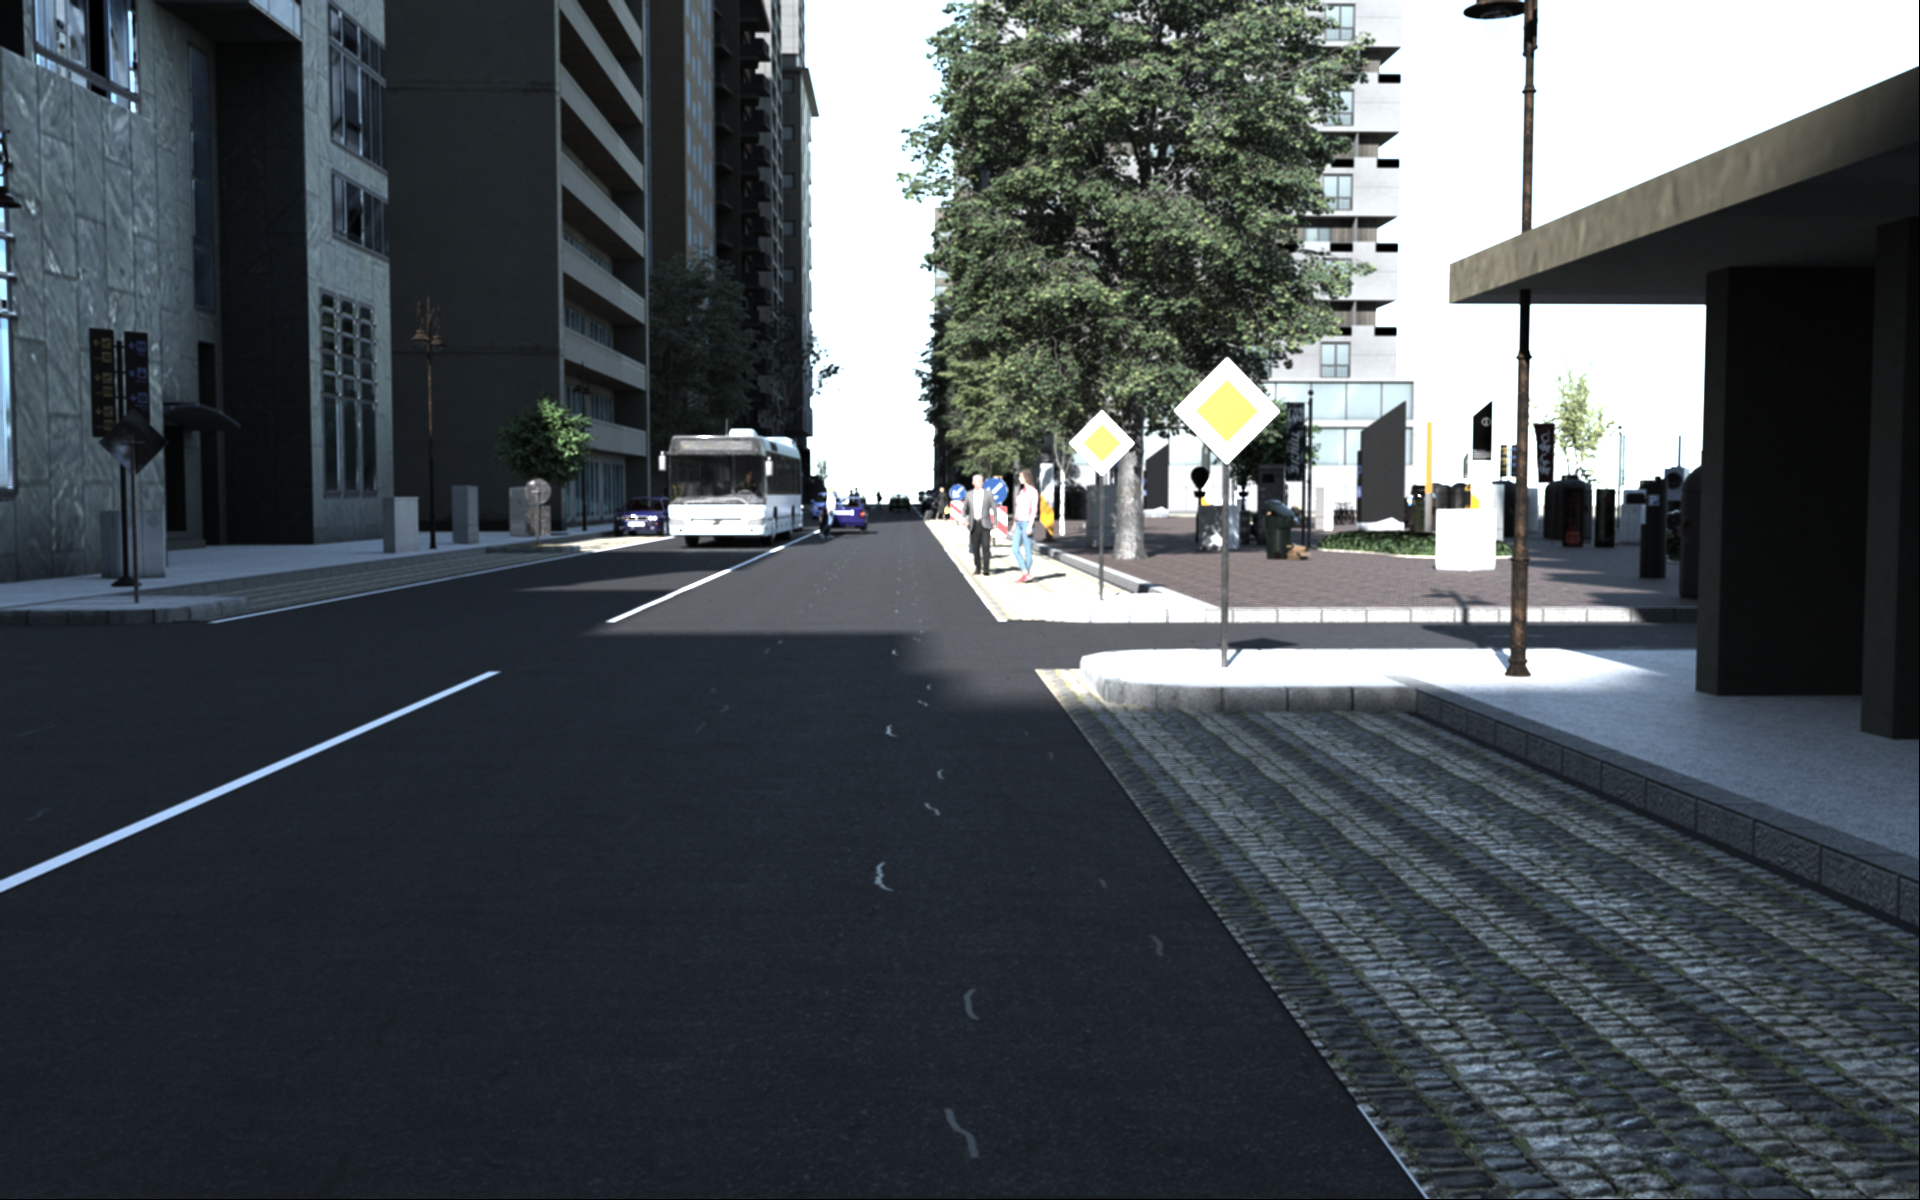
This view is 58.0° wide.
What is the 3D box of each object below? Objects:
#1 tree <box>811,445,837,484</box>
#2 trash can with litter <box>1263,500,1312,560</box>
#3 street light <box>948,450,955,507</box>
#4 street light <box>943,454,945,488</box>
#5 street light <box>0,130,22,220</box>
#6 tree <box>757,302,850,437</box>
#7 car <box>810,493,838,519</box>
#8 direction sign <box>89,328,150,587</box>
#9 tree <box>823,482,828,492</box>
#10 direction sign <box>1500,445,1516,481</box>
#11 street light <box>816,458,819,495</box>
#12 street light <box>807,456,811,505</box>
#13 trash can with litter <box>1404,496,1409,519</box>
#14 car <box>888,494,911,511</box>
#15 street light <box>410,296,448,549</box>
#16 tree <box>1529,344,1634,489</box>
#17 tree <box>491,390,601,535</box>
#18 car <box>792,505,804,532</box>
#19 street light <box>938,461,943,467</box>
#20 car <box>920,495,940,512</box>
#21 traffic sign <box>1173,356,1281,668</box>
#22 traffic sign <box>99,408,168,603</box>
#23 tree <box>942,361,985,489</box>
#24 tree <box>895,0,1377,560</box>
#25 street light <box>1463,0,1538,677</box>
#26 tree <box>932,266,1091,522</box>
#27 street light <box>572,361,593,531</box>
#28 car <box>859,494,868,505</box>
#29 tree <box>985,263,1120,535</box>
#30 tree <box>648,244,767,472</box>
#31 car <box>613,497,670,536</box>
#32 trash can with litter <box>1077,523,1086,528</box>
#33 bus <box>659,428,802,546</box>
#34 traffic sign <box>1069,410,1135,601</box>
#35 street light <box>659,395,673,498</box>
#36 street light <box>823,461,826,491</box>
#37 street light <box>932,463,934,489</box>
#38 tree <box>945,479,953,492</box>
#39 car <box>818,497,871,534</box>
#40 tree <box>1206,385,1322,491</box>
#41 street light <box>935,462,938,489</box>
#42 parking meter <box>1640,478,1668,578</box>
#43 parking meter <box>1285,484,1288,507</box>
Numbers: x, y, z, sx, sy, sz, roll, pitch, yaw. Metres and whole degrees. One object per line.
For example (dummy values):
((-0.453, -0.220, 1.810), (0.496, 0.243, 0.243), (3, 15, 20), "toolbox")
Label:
((-20.207, -18.676, 255.712), (4.360, 8.622, 3.978), (0, 3, 0), "tree")
((6.489, -1.392, 34.139), (0.624, 1.170, 1.055), (-3, 4, -37), "trash can with litter")
((-0.568, -10.962, 152.021), (0.468, 5.910, 1.993), (0, 4, -2), "street light")
((-1.157, -12.184, 172.002), (0.468, 5.910, 1.993), (0, 4, -2), "street light")
((-11.701, -2.922, 20.555), (0.468, 5.910, 1.993), (0, 4, -2), "street light")
((-16.846, -19.117, 168.447), (12.611, 20.169, 13.585), (0, 3, 0), "tree")
((-7.583, -5.481, 99.205), (1.945, 1.707, 3.694), (0, 4, -3), "car")
((-11.639, -1.962, 24.072), (0.379, 3.537, 0.876), (2, 4, 28), "direction sign")
((-20.022, -15.706, 251.399), (1.663, 3.219, 1.824), (0, 3, 0), "tree")
((25.113, -5.337, 79.259), (0.876, 3.537, 0.379), (0, 4, -8), "direction sign")
((-18.110, -15.147, 220.442), (0.468, 5.910, 1.993), (0, 4, -2), "street light")
((-17.520, -13.900, 200.057), (0.468, 5.910, 1.993), (0, 4, -2), "street light")
((22.016, -4.639, 86.899), (1.678, 1.210, 2.233), (-3, 5, -42), "trash can with litter")
((-5.088, -8.409, 146.284), (1.959, 1.807, 4.718), (0, 4, -1), "car")
((-12.386, -4.143, 40.533), (0.468, 5.910, 1.993), (0, 4, -2), "street light")
((29.692, -8.189, 84.245), (4.737, 8.622, 4.395), (0, 3, 0), "tree")
((-13.000, -4.334, 54.577), (4.285, 4.588, 4.351), (0, 3, 0), "tree")
((-7.022, -3.308, 66.446), (2.083, 1.381, 4.827), (0, 4, -3), "car")
((-1.871, -13.515, 193.755), (0.468, 5.910, 1.993), (0, 4, -2), "street light")
((-2.152, -7.501, 135.229), (1.945, 1.354, 3.894), (0, 4, -1), "car")
((1.947, -0.555, 12.718), (0.795, 2.450, 0.064), (0, 4, -2), "traffic sign")
((-9.700, -1.022, 20.353), (0.795, 2.450, 0.064), (0, 4, -2), "traffic sign")
((1.201, -8.555, 90.238), (4.360, 8.622, 3.978), (0, 3, 0), "tree")
((3.399, -7.787, 33.976), (9.857, 13.997, 8.962), (0, 3, 0), "tree")
((3.941, -2.402, 12.059), (0.468, 5.910, 1.993), (0, 4, -2), "street light")
((2.661, -9.808, 78.480), (7.486, 12.596, 7.792), (0, 3, 0), "tree")
((-13.154, -5.365, 60.508), (0.468, 5.910, 1.993), (0, 4, -2), "street light")
((-13.376, -13.568, 232.064), (2.015, 1.641, 3.980), (0, 4, -3), "car")
((3.431, -6.341, 54.038), (4.360, 8.622, 3.978), (0, 3, 0), "tree")
((-14.825, -11.177, 89.403), (9.857, 13.997, 8.962), (0, 3, 0), "tree")
((-10.747, -2.862, 59.382), (1.945, 1.354, 3.894), (0, 3, 0), "car")
((5.199, -3.248, 64.166), (1.678, 1.210, 2.233), (-2, 4, -26), "trash can with litter")
((-6.464, -3.436, 51.041), (2.948, 3.499, 13.247), (0, 4, -1), "bus")
((1.689, -1.043, 20.699), (0.795, 2.450, 0.064), (0, 4, -2), "traffic sign")
((-13.684, -6.612, 80.894), (0.468, 5.910, 1.993), (0, 4, -2), "street light")
((-18.875, -16.422, 241.288), (0.468, 5.910, 1.993), (0, 4, -2), "street light")
((-3.206, -16.010, 234.549), (0.468, 5.910, 1.993), (0, 4, -2), "street light")
((-0.628, -11.410, 181.158), (1.663, 3.219, 1.824), (0, 3, 0), "tree")
((-4.237, -3.101, 63.286), (1.945, 1.354, 3.894), (0, 4, -3), "car")
((9.193, -4.218, 52.676), (4.285, 4.588, 4.351), (0, 3, 0), "tree")
((-2.585, -14.773, 214.332), (0.468, 5.910, 1.993), (0, 4, -2), "street light")
((10.640, -1.110, 26.560), (0.372, 1.533, 0.369), (0, 3, 0), "parking meter")
((16.791, -5.145, 89.839), (0.255, 1.863, 0.399), (-3, 5, -43), "parking meter")
